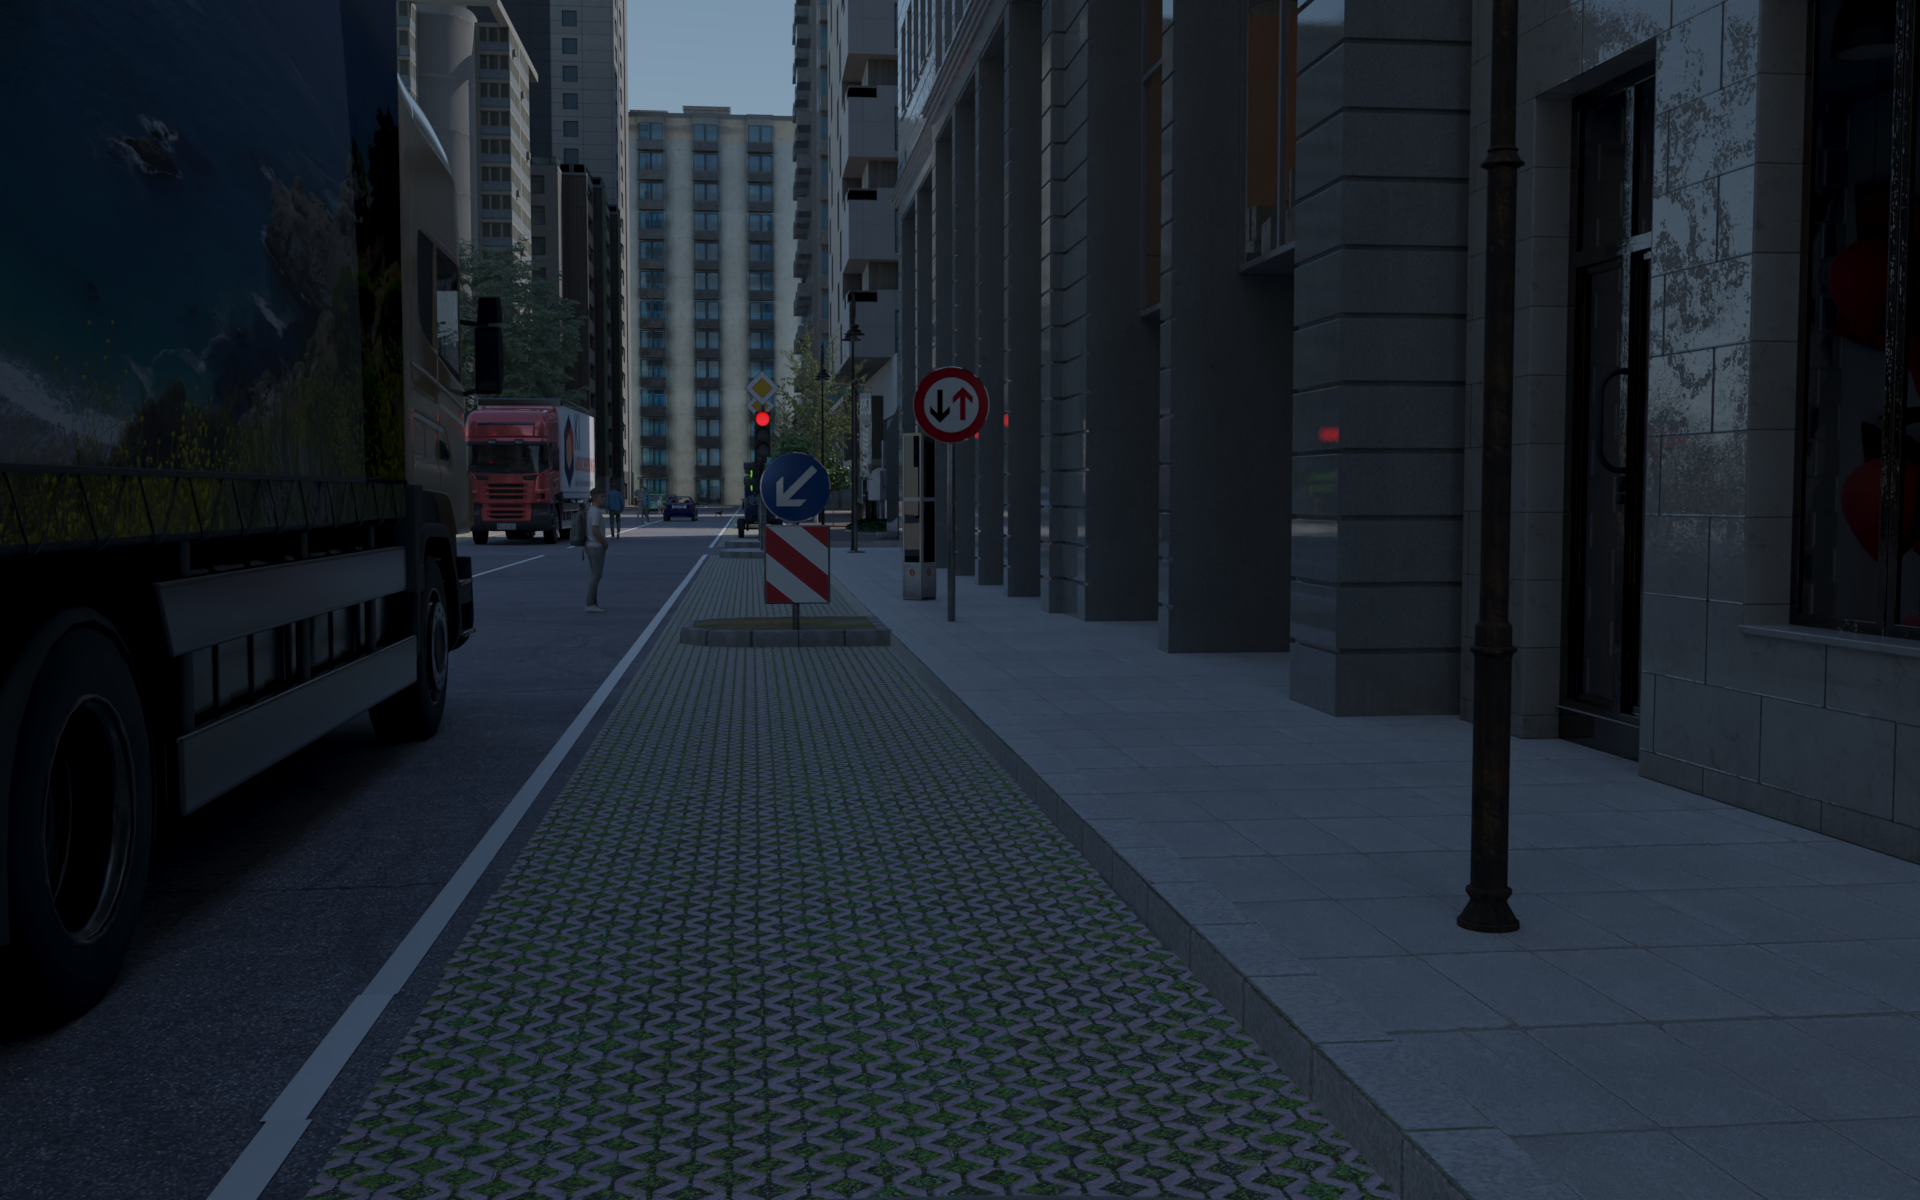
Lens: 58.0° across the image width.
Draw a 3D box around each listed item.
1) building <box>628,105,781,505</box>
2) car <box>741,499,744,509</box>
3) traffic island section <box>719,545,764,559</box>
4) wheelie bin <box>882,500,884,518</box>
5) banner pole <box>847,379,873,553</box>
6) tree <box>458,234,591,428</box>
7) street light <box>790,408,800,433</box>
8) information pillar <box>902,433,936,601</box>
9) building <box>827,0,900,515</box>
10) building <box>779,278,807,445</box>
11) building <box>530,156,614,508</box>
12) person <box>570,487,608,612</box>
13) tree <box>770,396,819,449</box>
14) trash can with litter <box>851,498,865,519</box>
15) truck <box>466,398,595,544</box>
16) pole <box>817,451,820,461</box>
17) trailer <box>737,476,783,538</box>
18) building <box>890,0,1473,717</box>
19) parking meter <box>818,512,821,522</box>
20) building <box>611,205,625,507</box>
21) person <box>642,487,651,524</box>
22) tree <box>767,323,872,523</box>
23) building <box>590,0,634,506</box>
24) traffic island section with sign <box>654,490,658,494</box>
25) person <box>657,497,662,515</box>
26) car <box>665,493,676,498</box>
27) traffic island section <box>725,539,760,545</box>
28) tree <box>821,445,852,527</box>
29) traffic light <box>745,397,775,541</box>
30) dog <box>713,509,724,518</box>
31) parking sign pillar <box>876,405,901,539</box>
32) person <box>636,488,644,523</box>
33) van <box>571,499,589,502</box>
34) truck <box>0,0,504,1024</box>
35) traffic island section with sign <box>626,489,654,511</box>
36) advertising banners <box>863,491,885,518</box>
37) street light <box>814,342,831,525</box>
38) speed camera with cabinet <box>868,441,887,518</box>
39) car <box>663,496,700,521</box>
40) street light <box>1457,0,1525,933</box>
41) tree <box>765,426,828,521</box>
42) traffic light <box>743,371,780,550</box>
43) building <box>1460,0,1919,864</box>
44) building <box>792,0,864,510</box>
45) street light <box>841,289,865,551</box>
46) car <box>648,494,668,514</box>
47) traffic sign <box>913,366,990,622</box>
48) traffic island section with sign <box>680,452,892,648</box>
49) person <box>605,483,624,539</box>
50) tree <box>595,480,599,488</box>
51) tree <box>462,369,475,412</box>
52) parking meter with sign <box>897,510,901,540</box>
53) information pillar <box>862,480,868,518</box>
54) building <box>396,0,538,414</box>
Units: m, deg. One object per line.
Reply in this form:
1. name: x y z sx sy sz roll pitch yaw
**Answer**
1. building: -31.485 -36.514 216.612 30.456 49.044 23.786 0 4 -7
2. car: -20.249 -9.497 167.855 1.945 1.354 3.894 0 4 -7
3. traffic island section: -4.480 -1.063 39.661 2.009 0.180 2.903 0 4 -7
4. wheelie bin: -3.272 -4.394 79.754 0.980 1.594 0.693 1 4 19
5. banner pole: -2.140 -2.912 37.631 0.401 3.779 0.863 -3 4 -37
6. tree: -22.865 -10.867 84.323 9.857 13.997 8.962 0 3 0
7. street light: -8.290 -7.003 87.285 0.468 5.910 1.993 0 4 -7
8. information pillar: -0.490 -1.007 20.953 0.304 2.012 0.304 3 4 36
9. building: 6.057 -31.493 104.153 28.713 52.752 27.495 0 4 -7
10. building: -7.653 -53.122 181.213 22.319 86.520 31.000 0 4 -7
11. building: -38.259 -23.168 150.495 14.160 30.474 14.107 0 4 -7
12. person: -4.444 -0.609 21.048 0.503 1.515 0.523 2 4 34
13. tree: -12.373 -10.783 126.668 4.360 8.622 3.978 0 3 0
14. trash can with litter: -4.121 -3.825 73.919 1.055 1.170 0.624 2 4 25
15. truck: -13.055 -3.917 52.949 2.839 4.237 11.283 0 4 -5
16. pole: -6.616 -5.342 81.185 0.158 3.312 0.155 0 3 0
17. trailer: -6.626 -3.065 57.160 1.471 1.999 3.904 0 4 -8
18. building: 5.732 -15.095 24.297 11.434 29.767 29.804 0 4 -7
19. parking meter: -6.511 -4.361 79.714 0.372 1.533 0.369 0 3 0
20. building: -39.749 -24.061 165.097 14.160 30.474 14.107 0 4 -7
21. person: -15.067 -4.553 83.286 0.444 1.785 0.601 -2 4 -23
22. tree: -6.059 -7.662 75.636 4.737 8.622 4.395 0 3 0
23. building: -45.873 -45.514 182.401 20.611 71.187 20.563 0 4 -7
24. traffic island section with sign: -30.689 -10.160 174.750 1.989 1.847 2.006 0 4 -7
25. person: -20.145 -6.294 116.088 0.352 1.250 0.332 0 4 6
26. car: -24.698 -8.415 146.620 2.155 1.783 4.494 -1 4 -9
27. traffic island section: -5.440 -1.548 47.588 2.009 0.180 2.903 0 4 -7
28. tree: -5.064 -4.475 67.765 1.663 3.219 1.824 0 3 0
29. traffic light: -5.481 -3.581 47.469 0.839 4.253 0.868 0 4 -7
30. dog: -14.771 -5.298 105.903 0.406 0.507 0.540 2 4 35
31. parking sign pillar: -1.710 -3.751 49.794 1.447 3.967 1.447 -1 4 -21
32. person: -15.550 -4.633 84.592 0.599 1.781 0.374 -2 4 -28
33. van: -21.123 -5.317 93.946 2.013 2.044 4.112 0 4 -8
34. truck: -3.802 -1.082 6.608 2.839 4.237 11.283 0 4 -7
35. traffic island section with sign: -27.450 -8.524 147.989 1.989 1.847 2.006 0 4 -7
36. advertising banners: -2.765 -4.374 67.708 2.074 3.025 0.090 -1 4 -13
37. street light: -4.198 -4.901 52.924 0.468 5.910 1.993 0 4 -7
38. speed camera with cabinet: -2.627 -4.305 64.724 0.660 3.252 2.038 2 4 32
39. car: -14.849 -4.863 92.091 1.945 1.354 3.894 0 4 -7
40. street light: 1.569 -1.968 4.965 0.468 5.910 1.993 0 4 -7
41. tree: -7.731 -6.102 83.482 4.285 4.588 4.351 0 3 0
42. traffic light: -4.521 -3.096 39.542 0.839 4.253 0.868 0 4 -7
43. building: 9.005 -8.977 1.522 10.420 20.320 16.860 0 4 -7
44. building: -3.240 -32.515 151.228 23.786 49.044 30.456 0 4 -7
45. street light: -2.419 -4.062 39.194 0.468 5.910 1.993 0 4 -7
46. car: -21.884 -7.097 124.825 1.959 1.807 4.718 0 4 -5
47. traffic sign: -0.085 -1.056 17.373 0.768 2.556 0.104 0 4 2
48. traffic island section with sign: -1.738 -0.514 17.032 1.989 1.847 2.006 0 4 -7
49. person: -10.904 -2.803 54.666 0.601 1.785 0.444 -1 4 -18
50. tree: -27.541 -8.221 129.009 1.663 3.219 1.824 0 3 0
51. tree: -29.088 -9.102 99.173 4.360 8.622 3.978 0 3 0
52. parking meter with sign: -0.896 -3.175 48.175 1.738 3.016 0.543 1 4 21
53. information pillar: -4.380 -4.671 80.865 0.304 2.012 0.304 1 4 21
54. building: -45.511 -26.806 130.160 32.217 40.220 23.993 0 4 -7
